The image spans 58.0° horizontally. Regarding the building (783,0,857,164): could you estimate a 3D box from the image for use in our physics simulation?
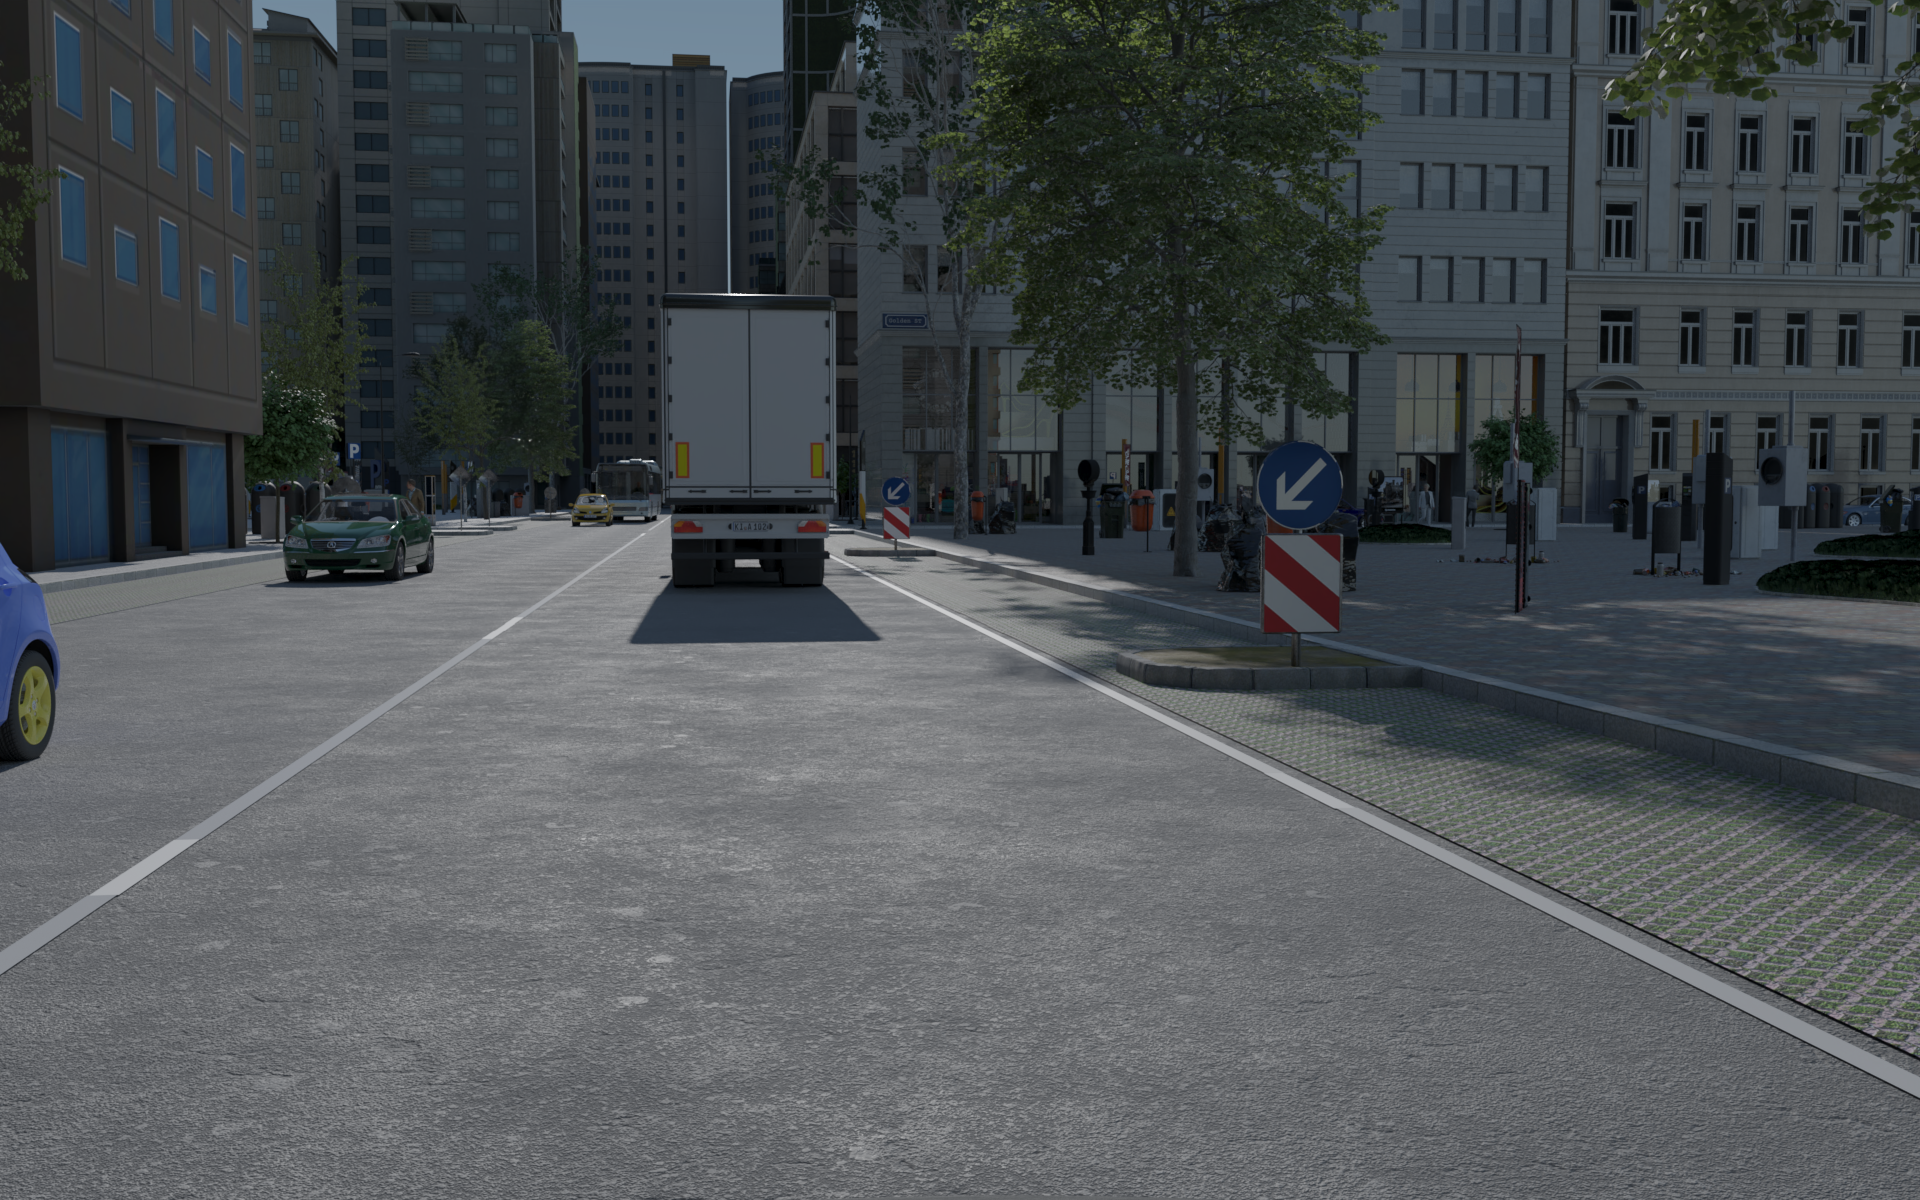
[{"bbox_3d":[-8.962,-44.858,171.677,20.563,71.187,20.611,-1,4,-8],"label":"building"}]

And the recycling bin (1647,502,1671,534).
[{"bbox_3d":[22.653,-2.669,56.189,0.722,1.027,0.722,1,4,17],"label":"recycling bin"}]

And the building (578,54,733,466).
[{"bbox_3d":[-45.647,-42.344,234.329,28.212,58.520,21.231,-1,4,-8],"label":"building"}]

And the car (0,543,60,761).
[{"bbox_3d":[-5.647,0.100,7.957,1.945,1.707,3.694,0,4,-7],"label":"car"}]

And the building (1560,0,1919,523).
[{"bbox_3d":[35.060,-18.132,82.366,20.117,28.700,13.634,-1,4,-8],"label":"building"}]

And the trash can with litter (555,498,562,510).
[{"bbox_3d":[-32.064,-7.688,137.090,1.055,1.170,0.624,-3,5,-45],"label":"trash can with litter"}]

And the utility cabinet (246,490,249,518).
[{"bbox_3d":[-38.596,-5.142,92.744,1.173,1.500,0.318,2,4,30],"label":"utility cabinet"}]

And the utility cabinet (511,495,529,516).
[{"bbox_3d":[-25.837,-5.536,101.672,1.020,1.237,0.306,-2,4,-28],"label":"utility cabinet"}]

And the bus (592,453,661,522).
[{"bbox_3d":[-17.368,-5.892,91.199,2.948,3.499,13.247,0,4,-7],"label":"bus"}]

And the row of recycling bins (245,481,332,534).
[{"bbox_3d":[-21.904,-2.960,55.511,3.534,1.692,1.069,0,4,-1],"label":"row of recycling bins"}]

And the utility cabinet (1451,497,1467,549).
[{"bbox_3d":[11.742,-1.809,40.736,0.306,1.237,1.020,1,4,19],"label":"utility cabinet"}]

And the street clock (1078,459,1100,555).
[{"bbox_3d":[2.695,-1.941,36.306,0.358,2.002,0.471,-2,4,-35],"label":"street clock"}]

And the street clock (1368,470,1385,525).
[{"bbox_3d":[12.323,-2.857,51.284,0.358,2.002,0.471,-2,4,-26],"label":"street clock"}]

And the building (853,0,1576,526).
[{"bbox_3d":[10.601,-18.326,77.118,29.804,29.767,11.434,-1,4,-8],"label":"building"}]

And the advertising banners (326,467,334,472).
[{"bbox_3d":[-41.381,-7.071,111.795,2.074,3.025,0.090,0,4,6],"label":"advertising banners"}]

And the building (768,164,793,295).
[{"bbox_3d":[-9.489,-23.451,155.126,14.160,30.474,14.107,-1,4,-8],"label":"building"}]

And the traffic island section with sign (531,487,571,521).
[{"bbox_3d":[-21.883,-5.146,92.759,1.989,1.847,2.006,-1,4,-8],"label":"traffic island section with sign"}]

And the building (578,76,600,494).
[{"bbox_3d":[-45.538,-32.530,181.970,14.600,45.320,14.200,-1,4,-8],"label":"building"}]

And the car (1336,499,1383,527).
[{"bbox_3d":[14.532,-3.388,67.969,3.894,1.354,1.945,-1,4,-9],"label":"car"}]

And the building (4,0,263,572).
[{"bbox_3d":[-22.634,-23.395,32.622,14.600,45.320,14.200,-1,4,-8],"label":"building"}]

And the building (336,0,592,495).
[{"bbox_3d":[-45.969,-44.361,163.555,20.563,71.187,20.611,-1,4,-8],"label":"building"}]

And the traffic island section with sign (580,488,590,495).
[{"bbox_3d":[-25.861,-6.791,119.664,1.989,1.847,2.006,-1,4,-8],"label":"traffic island section with sign"}]

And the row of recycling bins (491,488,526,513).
[{"bbox_3d":[-30.745,-6.694,116.560,1.069,1.692,3.534,3,5,40],"label":"row of recycling bins"}]

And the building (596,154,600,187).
[{"bbox_3d":[-55.641,-33.586,203.754,28.867,44.769,22.147,-1,4,-8],"label":"building"}]

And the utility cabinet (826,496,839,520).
[{"bbox_3d":[-6.469,-4.684,87.739,0.306,1.237,1.020,-2,4,-27],"label":"utility cabinet"}]

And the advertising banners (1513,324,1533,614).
[{"bbox_3d":[6.121,-1.387,18.866,0.090,3.025,2.074,1,4,23],"label":"advertising banners"}]

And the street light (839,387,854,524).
[{"bbox_3d":[-5.203,-6.187,73.694,1.470,5.913,1.316,-1,4,-8],"label":"street light"}]

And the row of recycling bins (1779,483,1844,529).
[{"bbox_3d":[31.863,-3.535,64.903,3.534,1.692,1.069,-2,4,-34],"label":"row of recycling bins"}]

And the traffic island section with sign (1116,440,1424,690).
[{"bbox_3d":[2.297,-0.301,13.549,1.989,1.847,2.006,-1,4,-8],"label":"traffic island section with sign"}]

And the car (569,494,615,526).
[{"bbox_3d":[-16.569,-4.151,78.098,2.015,1.641,3.980,-1,4,-9],"label":"car"}]

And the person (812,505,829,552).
[{"bbox_3d":[-3.575,-2.064,42.347,0.635,1.810,0.391,2,4,26],"label":"person"}]

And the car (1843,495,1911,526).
[{"bbox_3d":[38.681,-3.755,73.401,4.499,1.417,2.014,-1,4,-10],"label":"car"}]

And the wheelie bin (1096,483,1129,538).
[{"bbox_3d":[4.451,-2.591,50.267,0.980,1.594,0.693,-1,4,-12],"label":"wheelie bin"}]

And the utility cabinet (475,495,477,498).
[{"bbox_3d":[-35.599,-7.208,129.019,1.020,1.237,0.306,-2,4,-33],"label":"utility cabinet"}]

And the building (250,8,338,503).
[{"bbox_3d":[-83.486,-37.124,196.215,27.495,52.752,28.713,-1,4,-8],"label":"building"}]

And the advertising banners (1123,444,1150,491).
[{"bbox_3d":[6.244,-3.972,61.122,0.090,3.025,2.074,2,4,34],"label":"advertising banners"}]

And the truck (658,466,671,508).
[{"bbox_3d":[-30.150,-11.571,178.103,2.839,4.237,11.283,-1,4,-9],"label":"truck"}]

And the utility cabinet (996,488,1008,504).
[{"bbox_3d":[1.444,-3.173,60.558,0.318,1.500,1.173,0,4,7],"label":"utility cabinet"}]

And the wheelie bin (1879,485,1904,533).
[{"bbox_3d":[30.911,-3.031,57.467,0.693,1.594,0.980,1,4,17],"label":"wheelie bin"}]

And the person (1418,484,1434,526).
[{"bbox_3d":[18.398,-3.677,68.499,0.514,1.842,0.818,-2,4,-26],"label":"person"}]

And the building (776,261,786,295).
[{"bbox_3d":[-8.061,-18.852,137.901,12.332,23.373,15.834,-1,4,-8],"label":"building"}]

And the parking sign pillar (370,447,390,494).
[{"bbox_3d":[-32.868,-6.710,98.185,1.447,3.967,1.447,3,5,41],"label":"parking sign pillar"}]

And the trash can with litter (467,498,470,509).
[{"bbox_3d":[-31.809,-6.168,112.227,1.055,1.170,0.624,1,4,9],"label":"trash can with litter"}]

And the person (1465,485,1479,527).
[{"bbox_3d":[20.029,-3.618,67.832,0.592,1.802,0.473,1,4,20],"label":"person"}]

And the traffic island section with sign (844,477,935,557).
[{"bbox_3d":[-1.679,-1.940,40.354,1.989,1.847,2.006,-1,4,-8],"label":"traffic island section with sign"}]

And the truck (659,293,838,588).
[{"bbox_3d":[-3.726,-2.508,29.920,2.839,4.237,11.283,0,4,-8],"label":"truck"}]

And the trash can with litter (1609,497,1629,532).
[{"bbox_3d":[22.159,-2.863,58.193,0.624,1.170,1.055,2,4,25],"label":"trash can with litter"}]

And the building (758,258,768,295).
[{"bbox_3d":[-17.836,-27.011,213.334,14.160,30.474,14.107,-1,4,-8],"label":"building"}]

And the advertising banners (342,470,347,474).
[{"bbox_3d":[-44.874,-7.889,125.178,0.090,3.025,2.074,0,4,-3],"label":"advertising banners"}]

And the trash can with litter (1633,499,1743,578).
[{"bbox_3d":[11.601,-1.003,27.464,2.233,1.210,1.678,-1,4,-18],"label":"trash can with litter"}]

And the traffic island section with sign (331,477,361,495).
[{"bbox_3d":[-13.986,-1.880,39.368,1.989,1.847,2.006,-1,4,-8],"label":"traffic island section with sign"}]

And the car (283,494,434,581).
[{"bbox_3d":[-10.340,-1.115,30.029,2.131,1.459,4.920,0,4,-7],"label":"car"}]

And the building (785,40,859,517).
[{"bbox_3d":[-0.906,-18.883,113.248,19.350,26.468,34.151,-1,4,-8],"label":"building"}]

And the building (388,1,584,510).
[{"bbox_3d":[-39.993,-28.395,147.847,14.154,41.232,14.086,-1,4,-8],"label":"building"}]

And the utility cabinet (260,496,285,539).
[{"bbox_3d":[-19.780,-2.367,49.863,1.020,1.237,0.306,3,5,45],"label":"utility cabinet"}]

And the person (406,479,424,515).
[{"bbox_3d":[-15.032,-2.396,47.589,0.656,1.842,0.836,-1,4,-10],"label":"person"}]

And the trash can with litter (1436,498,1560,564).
[{"bbox_3d":[10.107,-1.311,32.491,2.233,1.210,1.678,1,4,17],"label":"trash can with litter"}]

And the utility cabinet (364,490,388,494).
[{"bbox_3d":[-29.722,-4.859,88.129,1.173,1.500,0.318,1,4,13],"label":"utility cabinet"}]

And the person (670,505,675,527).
[{"bbox_3d":[-12.392,-4.108,75.894,0.641,1.798,0.478,-1,4,-14],"label":"person"}]

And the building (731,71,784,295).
[{"bbox_3d":[-17.299,-42.605,238.596,28.212,58.520,21.231,-1,4,-8],"label":"building"}]
